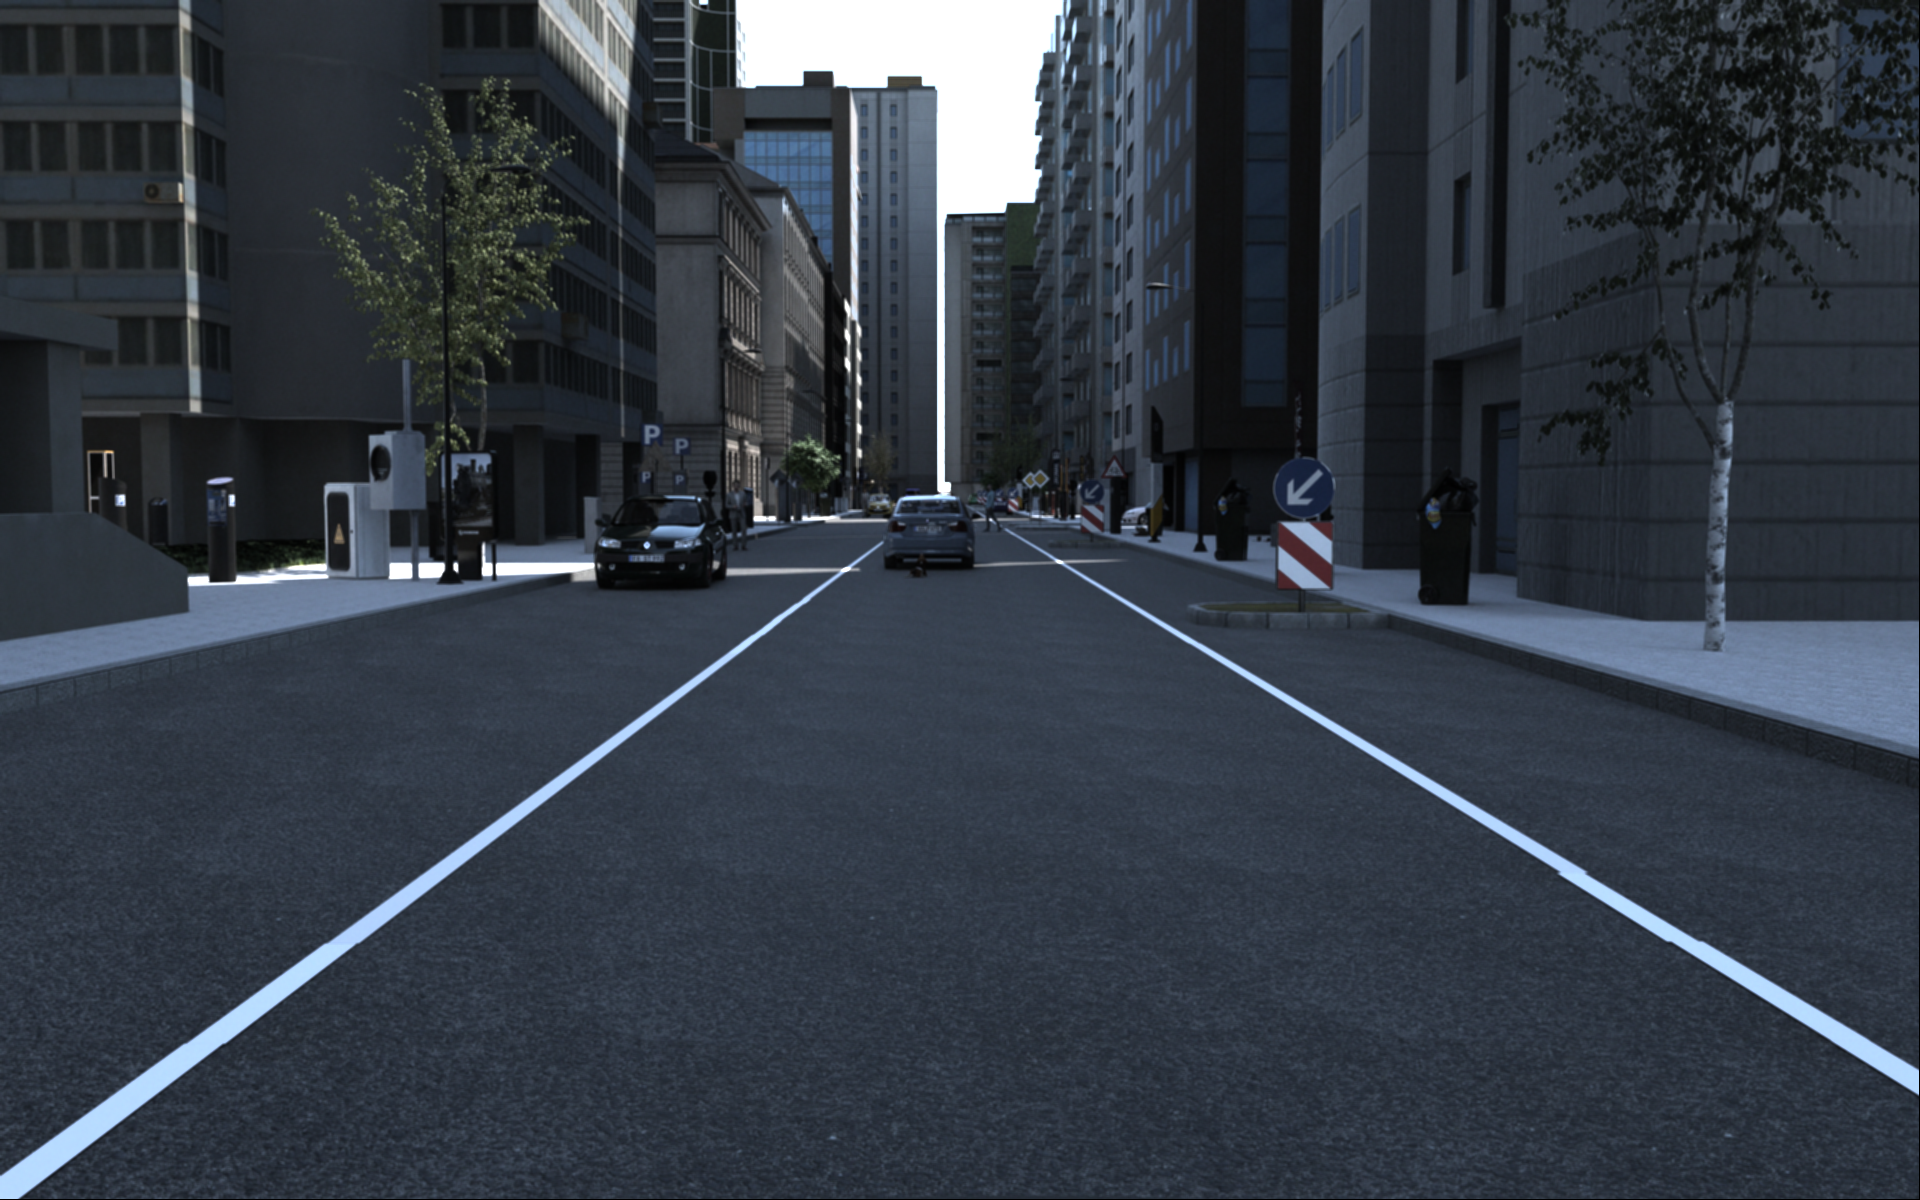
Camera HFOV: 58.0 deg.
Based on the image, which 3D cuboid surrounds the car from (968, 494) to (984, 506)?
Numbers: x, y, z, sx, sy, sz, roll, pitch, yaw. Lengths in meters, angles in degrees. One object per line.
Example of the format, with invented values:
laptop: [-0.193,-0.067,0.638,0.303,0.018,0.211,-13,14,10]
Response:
car: [1.972,-12.660,215.787,1.959,1.807,4.718,0,4,-2]

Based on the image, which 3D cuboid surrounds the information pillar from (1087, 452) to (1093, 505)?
information pillar: [7.220,-6.421,96.334,0.183,3.616,0.504,-2,4,-35]

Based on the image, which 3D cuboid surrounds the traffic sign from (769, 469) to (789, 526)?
traffic sign: [-7.239,-4.012,69.231,0.795,2.450,0.064,0,4,0]

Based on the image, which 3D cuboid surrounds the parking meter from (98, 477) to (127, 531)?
parking meter: [-12.650,-1.069,25.884,0.372,1.533,0.369,0,3,0]

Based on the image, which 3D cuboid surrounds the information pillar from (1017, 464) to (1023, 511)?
information pillar: [4.540,-8.587,131.745,0.504,3.616,0.183,2,4,34]

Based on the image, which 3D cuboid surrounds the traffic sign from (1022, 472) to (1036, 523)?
traffic sign: [3.147,-4.503,77.270,0.795,2.450,0.064,0,4,0]

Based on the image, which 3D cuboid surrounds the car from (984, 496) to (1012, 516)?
car: [2.621,-6.394,117.126,1.945,1.354,3.894,0,4,-2]

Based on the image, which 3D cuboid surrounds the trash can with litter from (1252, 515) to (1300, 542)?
trash can with litter: [8.752,-2.185,46.774,2.233,1.210,1.678,1,4,18]

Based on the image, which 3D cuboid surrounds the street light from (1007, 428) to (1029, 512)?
street light: [4.263,-9.115,121.574,1.470,5.913,1.316,0,4,0]

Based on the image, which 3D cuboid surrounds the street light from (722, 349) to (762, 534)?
street light: [-7.051,-5.079,55.582,1.470,5.913,1.316,0,4,0]

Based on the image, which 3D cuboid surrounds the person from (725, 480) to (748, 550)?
person: [-5.660,-2.166,44.119,0.606,1.804,0.583,-1,4,-21]

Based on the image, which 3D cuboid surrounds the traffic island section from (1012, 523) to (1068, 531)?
traffic island section: [3.228,-2.880,69.363,2.009,0.180,2.903,0,4,0]

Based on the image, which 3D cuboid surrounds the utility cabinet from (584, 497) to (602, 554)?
utility cabinet: [-7.944,-1.615,37.572,0.306,1.237,1.020,0,4,-6]

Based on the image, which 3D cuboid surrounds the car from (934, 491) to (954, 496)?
car: [-1.804,-11.635,198.912,2.281,1.827,5.304,0,4,-2]

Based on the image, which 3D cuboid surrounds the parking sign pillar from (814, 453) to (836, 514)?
parking sign pillar: [-8.724,-7.546,111.852,1.447,3.967,1.447,2,4,33]

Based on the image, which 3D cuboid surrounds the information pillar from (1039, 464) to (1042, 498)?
information pillar: [6.224,-8.714,133.824,0.183,3.616,0.504,1,4,13]

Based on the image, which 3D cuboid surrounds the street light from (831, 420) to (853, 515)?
street light: [-7.344,-8.283,107.961,1.470,5.913,1.316,0,4,0]

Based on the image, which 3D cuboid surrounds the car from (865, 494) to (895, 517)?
car: [-5.094,-6.064,109.377,2.015,1.641,3.980,0,4,0]

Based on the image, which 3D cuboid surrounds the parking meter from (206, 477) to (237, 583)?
parking meter: [-10.729,-1.024,25.159,0.372,1.533,0.369,0,3,0]

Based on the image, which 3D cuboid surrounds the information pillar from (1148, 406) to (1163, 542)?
information pillar: [5.230,-3.349,46.109,0.183,3.616,0.504,3,4,38]

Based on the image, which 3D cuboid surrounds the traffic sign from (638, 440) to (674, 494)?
traffic sign: [-7.352,-2.559,41.836,0.884,2.594,0.081,0,4,5]

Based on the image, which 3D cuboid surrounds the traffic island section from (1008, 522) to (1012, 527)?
traffic island section: [3.171,-3.368,77.348,2.009,0.180,2.903,0,4,0]

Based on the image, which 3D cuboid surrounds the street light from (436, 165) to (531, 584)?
street light: [-6.750,-3.183,24.580,1.470,5.913,1.316,0,4,0]

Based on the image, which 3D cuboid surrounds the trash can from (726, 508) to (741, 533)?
trash can: [-7.565,-2.830,57.927,0.748,1.137,0.748,0,3,0]

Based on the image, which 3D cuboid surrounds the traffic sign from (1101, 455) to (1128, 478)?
traffic sign: [5.116,-3.515,57.478,0.884,2.594,0.081,0,4,0]

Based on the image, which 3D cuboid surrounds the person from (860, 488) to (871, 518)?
person: [-5.602,-5.749,102.778,0.678,1.792,0.850,0,4,3]

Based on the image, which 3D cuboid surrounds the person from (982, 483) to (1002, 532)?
person: [1.215,-3.498,65.549,0.748,1.841,0.638,1,4,9]

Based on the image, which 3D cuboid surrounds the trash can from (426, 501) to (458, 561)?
trash can: [-9.903,-1.325,33.312,0.748,1.137,0.748,0,3,0]

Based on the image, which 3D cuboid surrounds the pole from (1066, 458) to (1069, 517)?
pole: [6.103,-6.388,98.290,0.158,3.312,0.155,0,3,0]

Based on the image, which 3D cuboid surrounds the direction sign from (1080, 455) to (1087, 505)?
direction sign: [7.272,-6.680,101.219,0.379,3.537,0.876,-2,4,-32]

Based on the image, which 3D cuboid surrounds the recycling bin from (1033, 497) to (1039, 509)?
recycling bin: [6.857,-8.494,151.428,0.722,1.027,0.722,-2,4,-34]

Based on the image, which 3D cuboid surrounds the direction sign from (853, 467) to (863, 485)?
direction sign: [-8.607,-9.456,146.607,0.876,3.537,0.379,-1,4,-13]

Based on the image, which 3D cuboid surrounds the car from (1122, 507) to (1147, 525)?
car: [9.394,-3.805,74.575,4.827,1.381,2.083,0,4,0]

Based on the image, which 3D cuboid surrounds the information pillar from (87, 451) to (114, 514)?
information pillar: [-14.666,-1.536,29.610,0.304,2.012,0.304,0,4,-1]

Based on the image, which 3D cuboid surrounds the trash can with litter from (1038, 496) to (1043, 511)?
trash can with litter: [6.362,-7.217,129.392,1.055,1.170,0.624,1,4,8]

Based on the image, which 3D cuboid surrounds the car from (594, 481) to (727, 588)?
car: [-4.725,-1.093,27.653,2.009,1.686,4.222,0,4,-2]

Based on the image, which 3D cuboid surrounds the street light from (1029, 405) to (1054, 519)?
street light: [4.506,-7.207,90.375,1.470,5.913,1.316,0,4,0]

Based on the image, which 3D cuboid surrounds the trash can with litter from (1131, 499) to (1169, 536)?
trash can with litter: [5.783,-2.529,52.739,1.055,1.170,0.624,-2,4,-31]

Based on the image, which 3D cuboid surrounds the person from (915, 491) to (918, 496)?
person: [-3.487,-7.819,137.338,0.522,1.701,0.512,0,4,3]

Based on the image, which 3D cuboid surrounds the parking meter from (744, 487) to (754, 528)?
parking meter: [-7.975,-3.483,65.355,0.372,1.533,0.369,0,3,0]

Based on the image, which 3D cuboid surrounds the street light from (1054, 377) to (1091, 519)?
street light: [4.649,-5.904,69.075,1.470,5.913,1.316,0,4,0]

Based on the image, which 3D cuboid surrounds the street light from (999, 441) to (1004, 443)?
street light: [4.137,-10.992,152.261,1.470,5.913,1.316,0,4,0]

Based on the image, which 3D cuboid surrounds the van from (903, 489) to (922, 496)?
van: [-5.732,-12.627,210.841,2.240,2.365,5.245,0,4,-1]

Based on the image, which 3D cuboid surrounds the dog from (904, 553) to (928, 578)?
dog: [-0.788,-0.602,30.043,0.748,0.427,0.550,-2,4,-34]

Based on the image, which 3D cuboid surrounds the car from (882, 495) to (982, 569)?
car: [-0.579,-1.381,34.579,2.014,1.417,4.499,0,4,1]

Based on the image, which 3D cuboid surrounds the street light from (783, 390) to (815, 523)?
street light: [-7.170,-6.406,77.275,1.470,5.913,1.316,0,4,0]

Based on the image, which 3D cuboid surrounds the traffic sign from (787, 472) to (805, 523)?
traffic sign: [-7.297,-4.500,77.216,0.795,2.450,0.064,0,4,0]

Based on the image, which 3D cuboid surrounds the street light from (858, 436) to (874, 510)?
street light: [-7.538,-10.159,138.648,1.470,5.913,1.316,0,4,0]

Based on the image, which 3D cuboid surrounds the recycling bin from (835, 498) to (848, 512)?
recycling bin: [-8.339,-6.736,122.681,0.722,1.027,0.722,0,4,7]

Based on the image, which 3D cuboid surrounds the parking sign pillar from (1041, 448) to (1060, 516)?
parking sign pillar: [5.537,-6.966,102.373,1.447,3.967,1.447,-1,4,-11]

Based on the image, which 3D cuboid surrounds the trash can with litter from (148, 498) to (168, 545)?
trash can with litter: [-15.300,-1.390,33.788,1.678,1.210,2.233,1,4,9]

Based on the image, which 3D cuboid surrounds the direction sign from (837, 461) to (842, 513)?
direction sign: [-8.173,-7.682,117.597,0.379,3.537,0.876,1,4,12]

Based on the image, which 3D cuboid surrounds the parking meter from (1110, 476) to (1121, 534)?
parking meter: [5.020,-3.066,55.845,0.255,1.863,0.399,-1,4,-17]

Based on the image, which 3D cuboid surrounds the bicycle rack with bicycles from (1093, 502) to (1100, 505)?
bicycle rack with bicycles: [9.477,-6.034,112.038,2.852,0.926,2.925,1,4,23]

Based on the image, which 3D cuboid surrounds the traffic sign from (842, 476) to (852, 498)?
traffic sign: [-8.070,-7.550,123.554,0.768,2.556,0.104,0,4,4]

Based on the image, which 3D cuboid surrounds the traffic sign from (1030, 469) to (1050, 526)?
traffic sign: [3.205,-4.015,69.286,0.795,2.450,0.064,0,4,0]

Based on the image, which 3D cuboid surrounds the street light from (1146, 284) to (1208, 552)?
street light: [4.811,-4.027,38.388,1.470,5.913,1.316,0,4,0]
